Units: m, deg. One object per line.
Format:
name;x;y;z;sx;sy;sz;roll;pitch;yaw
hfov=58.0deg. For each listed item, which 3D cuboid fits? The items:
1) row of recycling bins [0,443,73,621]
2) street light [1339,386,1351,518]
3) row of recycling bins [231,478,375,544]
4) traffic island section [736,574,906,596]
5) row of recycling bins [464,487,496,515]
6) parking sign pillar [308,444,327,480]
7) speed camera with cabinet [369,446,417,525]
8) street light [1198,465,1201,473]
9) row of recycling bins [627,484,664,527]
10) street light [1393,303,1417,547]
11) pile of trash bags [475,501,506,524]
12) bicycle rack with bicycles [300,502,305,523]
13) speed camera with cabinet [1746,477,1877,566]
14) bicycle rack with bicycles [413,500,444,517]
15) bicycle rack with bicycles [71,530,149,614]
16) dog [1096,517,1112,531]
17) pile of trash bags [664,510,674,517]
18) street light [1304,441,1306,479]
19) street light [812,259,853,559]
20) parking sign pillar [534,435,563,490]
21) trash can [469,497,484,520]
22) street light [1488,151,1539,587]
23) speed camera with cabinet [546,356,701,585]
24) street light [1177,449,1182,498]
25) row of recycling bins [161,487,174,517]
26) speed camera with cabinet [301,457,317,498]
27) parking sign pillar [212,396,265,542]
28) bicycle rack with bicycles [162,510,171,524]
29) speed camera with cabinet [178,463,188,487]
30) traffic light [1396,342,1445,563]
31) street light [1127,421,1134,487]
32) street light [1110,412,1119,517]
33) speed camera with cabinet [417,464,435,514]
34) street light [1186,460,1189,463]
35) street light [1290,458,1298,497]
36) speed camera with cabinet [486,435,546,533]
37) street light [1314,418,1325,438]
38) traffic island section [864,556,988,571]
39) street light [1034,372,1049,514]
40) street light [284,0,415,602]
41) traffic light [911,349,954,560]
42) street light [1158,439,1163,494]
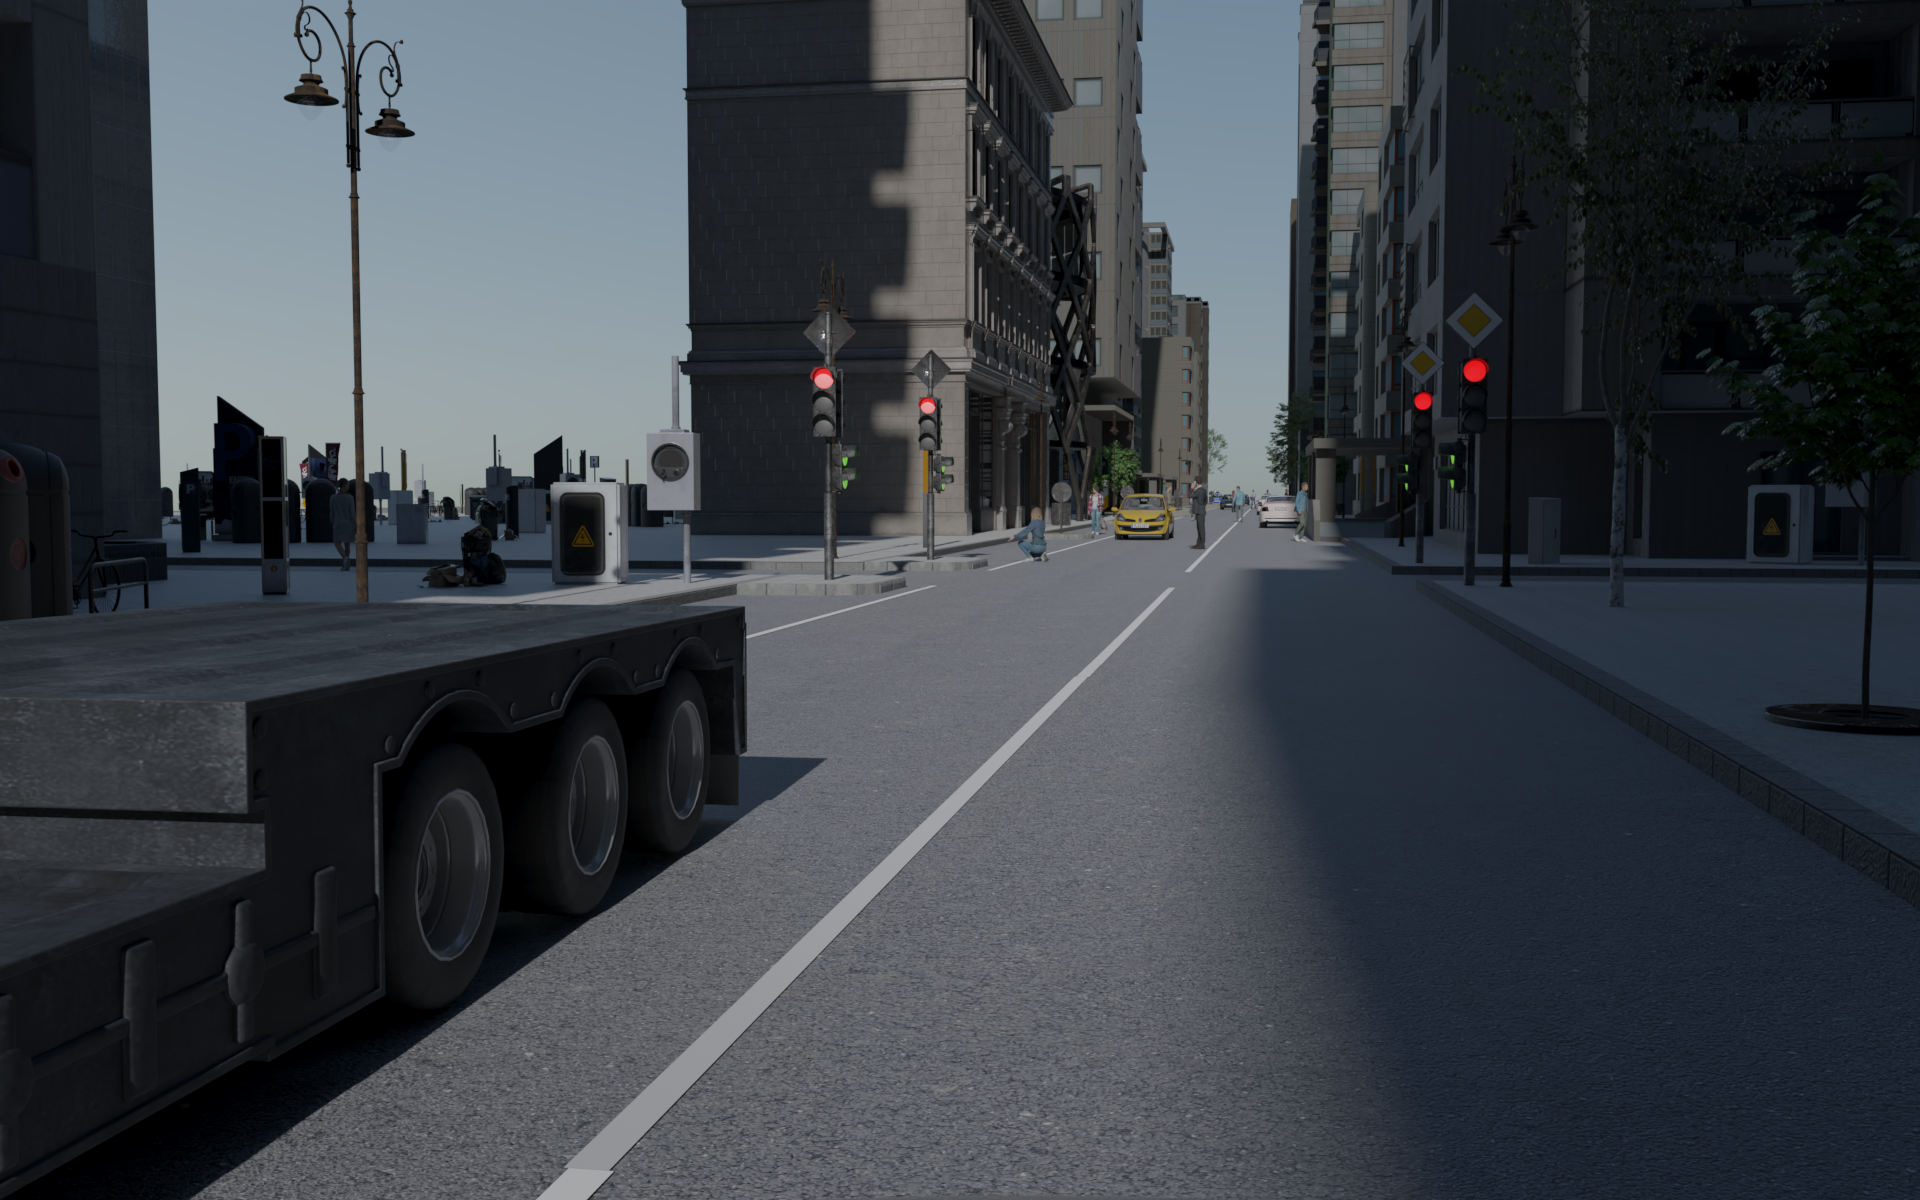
row of recycling bins;-7.468;-0.343;12.718;1.069;1.692;3.534;-1;4;-11
street light;16.400;-6.185;73.914;0.468;5.910;1.993;1;4;10
row of recycling bins;-17.330;-2.364;45.761;3.534;1.692;1.069;-2;4;-27
traffic island section;-1.977;-0.224;25.942;2.009;0.180;2.903;1;4;10
row of recycling bins;-29.326;-6.054;106.101;1.069;1.692;3.534;0;4;7
parking sign pillar;-34.612;-6.446;93.868;1.447;3.967;1.447;2;4;34
speed camera with cabinet;-23.807;-4.779;72.474;0.660;3.252;2.038;2;4;24
street light;30.929;-15.370;224.094;0.468;5.910;1.993;1;4;10
row of recycling bins;-12.651;-3.766;68.691;1.069;1.692;3.534;-2;4;-27
street light;10.793;-4.243;42.163;0.468;5.910;1.993;1;4;10
pile of trash bags;-19.441;-4.056;76.072;3.447;1.369;1.912;-3;5;-43
bicycle rack with bicycles;-29.906;-3.839;76.145;2.852;0.926;2.925;0;4;1
speed camera with cabinet;15.443;-2.268;31.418;0.660;3.252;2.038;-3;5;-42
bicycle rack with bicycles;-30.561;-5.292;99.900;2.852;0.926;2.925;1;4;20
bicycle rack with bicycles;-9.465;-0.232;17.174;2.852;0.926;2.925;-1;4;-8
dog;5.640;-3.144;68.238;0.800;0.831;0.513;2;4;33
pile of trash bags;-14.865;-5.308;96.533;3.447;1.369;1.912;2;4;27
street light;29.665;-10.790;149.200;0.468;5.910;1.993;1;4;10
street light;-2.502;-3.759;34.255;0.468;5.910;1.993;1;4;10
parking sign pillar;-18.719;-5.527;78.832;1.447;3.967;1.447;-1;4;-9
trash can;-23.684;-4.475;84.823;0.748;1.137;0.748;0;3;0
street light;7.554;-3.119;23.781;0.468;5.910;1.993;1;4;10
speed camera with cabinet;-4.765;-1.857;24.692;2.038;3.252;0.660;0;4;2
street light;22.021;-12.285;173.651;0.468;5.910;1.993;1;4;10
row of recycling bins;-46.427;-5.557;97.963;3.534;1.692;1.069;-1;4;-21
speed camera with cabinet;-35.115;-5.947;91.565;2.038;3.252;0.660;0;4;-4
parking sign pillar;-19.709;-3.602;47.366;1.447;3.967;1.447;0;4;8
bicycle rack with bicycles;-33.230;-3.396;68.904;2.925;0.926;2.852;-1;4;-10
speed camera with cabinet;-49.743;-7.188;111.854;0.660;3.252;2.038;0;4;1
traffic light;8.521;-2.640;32.088;0.839;4.253;0.868;1;4;10
street light;10.820;-8.401;110.147;0.468;5.910;1.993;1;4;10
street light;8.726;-7.656;97.971;0.468;5.910;1.993;1;4;10
speed camera with cabinet;-35.099;-7.286;113.455;0.660;3.252;2.038;0;4;4
street light;25.130;-13.380;191.557;0.468;5.910;1.993;1;4;10
street light;38.485;-13.849;199.210;0.468;5.910;1.993;1;4;10
speed camera with cabinet;-14.751;-3.864;57.515;2.038;3.252;0.660;2;4;24
street light;21.964;-8.128;105.672;0.468;5.910;1.993;1;4;10
traffic island section;-0.592;-0.705;33.806;2.009;0.180;2.903;1;4;10
street light;3.094;-5.702;66.008;0.468;5.910;1.993;1;4;10
street light;-5.692;-2.664;16.344;0.468;5.910;1.993;1;4;10
traffic light;-0.554;-2.737;33.665;0.839;4.253;0.868;1;4;10
street light;16.439;-10.343;141.896;0.468;5.910;1.993;1;4;10
